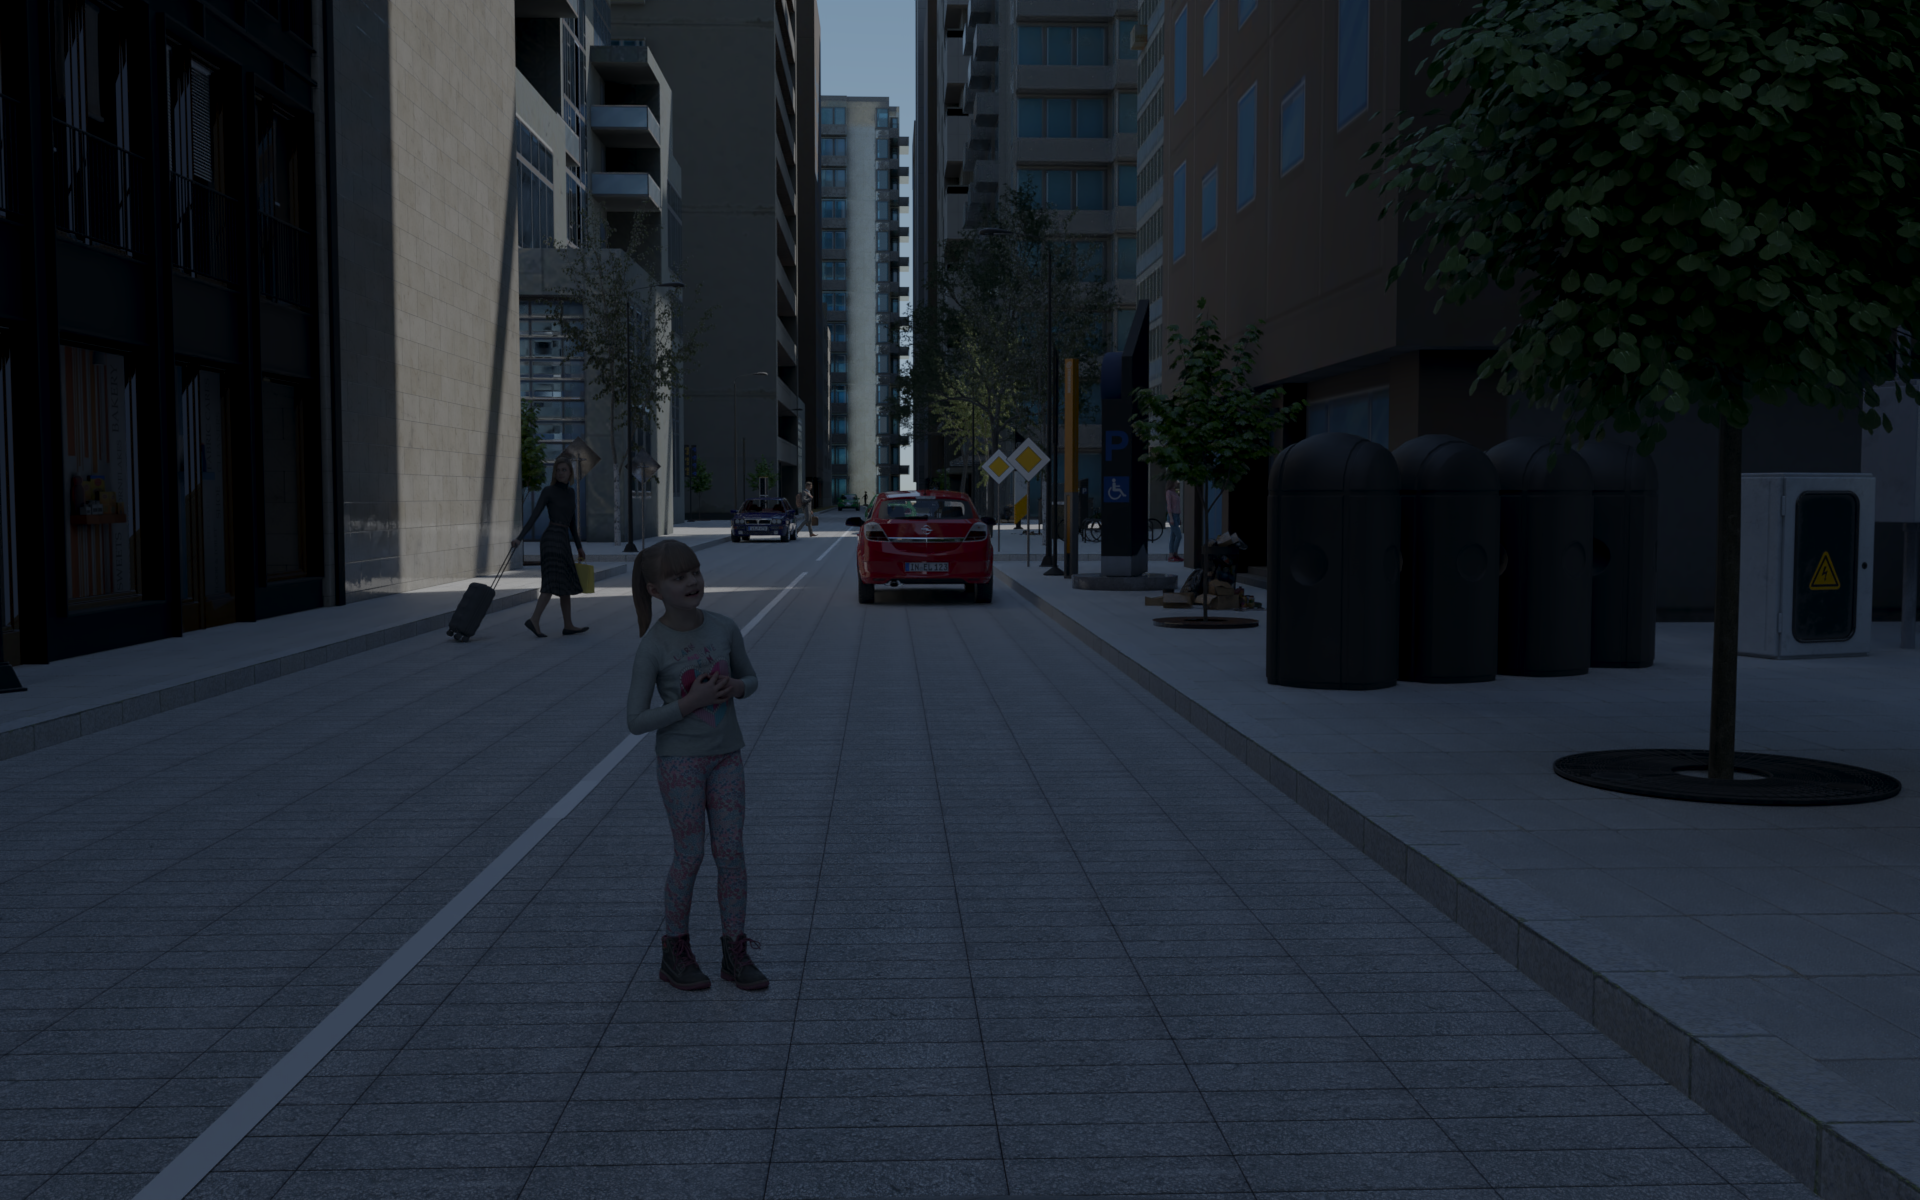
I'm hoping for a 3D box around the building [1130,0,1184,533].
[{"bbox_3d":[18.508,-22.157,54.150,23.993,40.220,32.217,0,4,-2],"label":"building"}]

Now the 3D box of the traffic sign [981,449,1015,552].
[{"bbox_3d":[0.861,-2.129,38.446,0.795,2.450,0.064,0,4,-2],"label":"traffic sign"}]

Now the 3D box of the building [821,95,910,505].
[{"bbox_3d":[-21.351,-35.947,207.342,30.456,49.044,23.786,0,4,-2],"label":"building"}]

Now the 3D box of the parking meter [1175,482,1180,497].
[{"bbox_3d":[9.082,-4.104,72.812,0.255,1.863,0.399,0,4,-8],"label":"parking meter"}]

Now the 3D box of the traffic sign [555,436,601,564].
[{"bbox_3d":[-6.637,-1.622,30.157,0.795,2.450,0.064,0,4,-2],"label":"traffic sign"}]

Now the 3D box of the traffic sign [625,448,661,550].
[{"bbox_3d":[-6.977,-2.110,38.135,0.795,2.450,0.064,0,4,-2],"label":"traffic sign"}]

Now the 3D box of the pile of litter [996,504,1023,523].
[{"bbox_3d":[2.105,-3.795,76.011,1.719,0.858,1.176,2,4,28],"label":"pile of litter"}]

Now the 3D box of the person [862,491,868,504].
[{"bbox_3d":[-9.764,-10.297,177.681,0.721,1.723,1.217,2,4,25],"label":"person"}]

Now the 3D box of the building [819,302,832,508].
[{"bbox_3d":[-27.904,-20.198,175.273,28.899,21.520,27.650,0,4,-2],"label":"building"}]

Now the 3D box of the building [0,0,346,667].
[{"bbox_3d":[-12.904,-11.100,11.157,12.332,23.373,15.834,0,4,-2],"label":"building"}]

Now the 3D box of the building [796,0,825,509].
[{"bbox_3d":[-19.171,-30.591,150.280,14.600,45.320,14.200,0,4,-2],"label":"building"}]

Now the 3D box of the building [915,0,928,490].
[{"bbox_3d":[6.000,-38.717,175.015,21.231,58.520,28.212,0,4,-2],"label":"building"}]

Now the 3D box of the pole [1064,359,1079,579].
[{"bbox_3d":[1.687,-1.979,26.201,0.158,3.312,0.155,0,3,0],"label":"pole"}]

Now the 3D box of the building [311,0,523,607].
[{"bbox_3d":[-15.753,-10.342,23.849,16.860,20.320,10.420,0,4,-2],"label":"building"}]

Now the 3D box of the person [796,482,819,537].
[{"bbox_3d":[-5.128,-3.014,57.743,0.822,1.834,0.622,0,4,-5],"label":"person"}]

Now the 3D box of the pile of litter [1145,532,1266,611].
[{"bbox_3d":[2.804,-0.345,19.612,1.176,0.858,1.719,-1,4,-23],"label":"pile of litter"}]

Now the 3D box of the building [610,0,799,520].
[{"bbox_3d":[-20.063,-28.745,93.678,21.300,48.544,21.600,0,4,-2],"label":"building"}]

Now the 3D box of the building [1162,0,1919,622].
[{"bbox_3d":[10.776,-22.793,22.774,14.600,45.320,14.200,0,4,-2],"label":"building"}]

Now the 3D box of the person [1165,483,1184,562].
[{"bbox_3d":[4.508,-1.711,36.482,0.388,1.821,0.555,1,4,14],"label":"person"}]

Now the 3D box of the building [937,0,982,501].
[{"bbox_3d":[12.020,-33.252,132.910,28.713,52.752,27.495,0,4,-2],"label":"building"}]

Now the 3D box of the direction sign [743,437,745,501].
[{"bbox_3d":[-8.652,-4.737,69.452,0.379,3.537,0.876,0,4,-4],"label":"direction sign"}]

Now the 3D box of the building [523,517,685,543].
[{"bbox_3d":[-20.690,-45.600,58.226,22.319,86.520,31.000,0,4,-2],"label":"building"}]

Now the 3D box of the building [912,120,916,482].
[{"bbox_3d":[1.623,-33.844,203.456,14.200,45.320,14.600,0,4,-2],"label":"building"}]

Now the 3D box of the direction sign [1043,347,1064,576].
[{"bbox_3d":[1.501,-2.155,27.225,0.379,3.537,0.876,0,4,7],"label":"direction sign"}]

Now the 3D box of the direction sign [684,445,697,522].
[{"bbox_3d":[-12.396,-5.363,79.676,0.379,3.537,0.876,2,4,30],"label":"direction sign"}]

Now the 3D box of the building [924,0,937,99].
[{"bbox_3d":[3.877,-30.813,153.908,14.600,45.320,14.200,0,4,-2],"label":"building"}]

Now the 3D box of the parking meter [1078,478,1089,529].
[{"bbox_3d":[4.439,-3.494,62.842,0.399,1.863,0.255,-2,4,-25],"label":"parking meter"}]

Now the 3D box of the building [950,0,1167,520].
[{"bbox_3d":[11.607,-29.271,98.194,23.786,49.044,30.456,0,4,-2],"label":"building"}]

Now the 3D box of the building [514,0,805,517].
[{"bbox_3d":[-22.465,-49.763,126.304,22.319,86.520,31.000,0,4,-2],"label":"building"}]

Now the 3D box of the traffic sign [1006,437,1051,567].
[{"bbox_3d":[1.201,-1.641,30.469,0.795,2.450,0.064,0,4,-2],"label":"traffic sign"}]

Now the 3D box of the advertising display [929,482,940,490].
[{"bbox_3d":[-1.338,-5.227,90.673,0.123,1.923,0.974,-2,4,-29],"label":"advertising display"}]

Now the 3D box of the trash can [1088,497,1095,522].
[{"bbox_3d":[5.669,-4.037,77.659,0.748,1.137,0.748,0,3,0],"label":"trash can"}]
